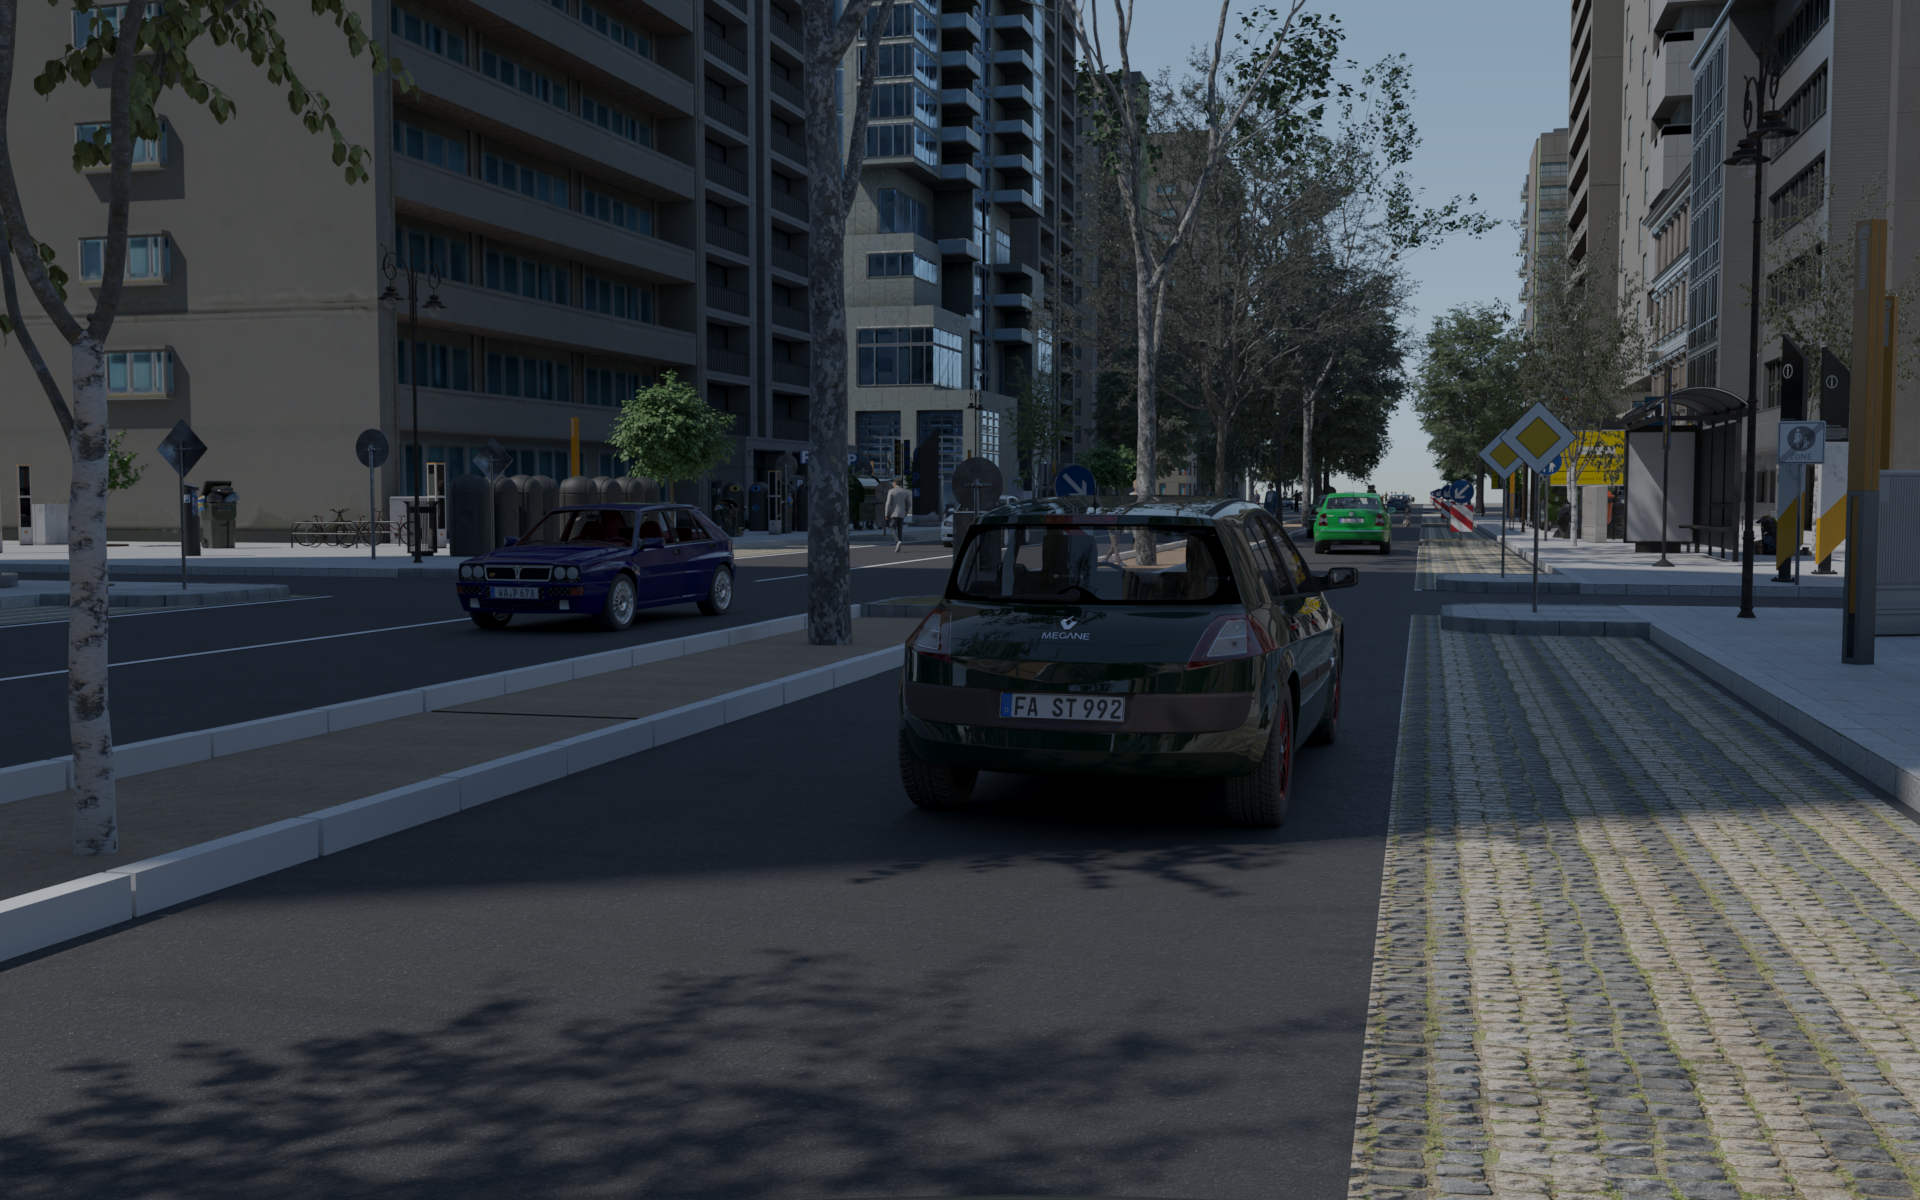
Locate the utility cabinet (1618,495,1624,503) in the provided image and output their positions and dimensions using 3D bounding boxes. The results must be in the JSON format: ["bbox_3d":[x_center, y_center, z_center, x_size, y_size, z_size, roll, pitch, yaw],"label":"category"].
[{"bbox_3d":[34.671,-4.895,91.198,1.020,1.237,0.306,2,4,30],"label":"utility cabinet"}]

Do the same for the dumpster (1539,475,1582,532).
[{"bbox_3d":[20.659,-3.496,59.646,1.502,2.255,1.985,1,4,15],"label":"dumpster"}]

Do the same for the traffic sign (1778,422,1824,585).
[{"bbox_3d":[11.796,-1.359,24.345,0.606,2.300,0.079,1,4,20],"label":"traffic sign"}]

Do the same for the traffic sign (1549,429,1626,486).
[{"bbox_3d":[19.865,-3.732,54.897,2.265,3.308,0.079,1,4,22],"label":"traffic sign"}]

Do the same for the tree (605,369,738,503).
[{"bbox_3d":[-7.572,-3.749,45.016,4.285,4.588,4.351,0,3,0],"label":"tree"}]

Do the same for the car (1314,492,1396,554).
[{"bbox_3d":[9.712,-2.070,42.638,1.959,1.807,4.718,1,4,15],"label":"car"}]

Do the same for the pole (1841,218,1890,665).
[{"bbox_3d":[6.783,-1.171,12.984,0.158,3.312,0.155,0,3,0],"label":"pole"}]

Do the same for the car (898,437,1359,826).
[{"bbox_3d":[1.010,0.047,9.021,2.009,1.686,4.222,1,4,17],"label":"car"}]

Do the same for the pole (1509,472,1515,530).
[{"bbox_3d":[19.670,-4.148,61.668,0.158,3.312,0.155,0,3,0],"label":"pole"}]

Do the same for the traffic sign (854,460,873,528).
[{"bbox_3d":[-3.665,-4.006,65.605,0.768,2.556,0.104,1,4,19],"label":"traffic sign"}]

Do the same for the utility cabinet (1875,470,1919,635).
[{"bbox_3d":[8.675,-0.430,15.714,1.173,1.500,0.318,-1,4,-11],"label":"utility cabinet"}]

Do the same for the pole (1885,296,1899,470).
[{"bbox_3d":[9.583,-1.475,17.965,0.158,3.312,0.155,0,3,0],"label":"pole"}]

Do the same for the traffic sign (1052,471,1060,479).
[{"bbox_3d":[5.509,-5.916,96.829,0.768,2.556,0.104,1,4,17],"label":"traffic sign"}]

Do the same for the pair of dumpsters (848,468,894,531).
[{"bbox_3d":[-3.481,-3.649,62.151,1.574,2.255,4.437,1,4,15],"label":"pair of dumpsters"}]

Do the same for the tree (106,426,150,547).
[{"bbox_3d":[-20.982,-2.917,42.292,1.663,3.219,1.824,0,3,0],"label":"tree"}]

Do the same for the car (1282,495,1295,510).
[{"bbox_3d":[30.167,-9.060,160.711,1.945,1.354,3.894,1,4,14],"label":"car"}]

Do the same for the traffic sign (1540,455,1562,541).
[{"bbox_3d":[16.010,-2.885,47.272,0.768,2.556,0.104,1,4,16],"label":"traffic sign"}]

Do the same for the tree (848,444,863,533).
[{"bbox_3d":[-3.977,-3.788,56.534,1.663,3.219,1.824,0,3,0],"label":"tree"}]

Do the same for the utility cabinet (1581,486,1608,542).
[{"bbox_3d":[16.804,-2.276,45.898,0.318,1.500,1.173,0,4,3],"label":"utility cabinet"}]

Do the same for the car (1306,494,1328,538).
[{"bbox_3d":[12.629,-2.810,57.734,2.131,1.459,4.920,1,4,17],"label":"car"}]

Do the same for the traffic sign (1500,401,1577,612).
[{"bbox_3d":[6.235,-0.923,18.734,0.795,2.450,0.064,1,4,15],"label":"traffic sign"}]

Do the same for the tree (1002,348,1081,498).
[{"bbox_3d":[3.965,-8.402,87.738,4.737,8.622,4.395,0,3,0],"label":"tree"}]

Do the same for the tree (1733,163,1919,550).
[{"bbox_3d":[19.863,-5.448,39.439,4.360,8.622,3.978,0,3,0],"label":"tree"}]

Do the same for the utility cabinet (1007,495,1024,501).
[{"bbox_3d":[2.462,-4.119,78.513,0.306,1.237,1.020,-3,4,-38],"label":"utility cabinet"}]

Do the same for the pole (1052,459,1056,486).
[{"bbox_3d":[5.395,-6.466,99.555,0.158,3.312,0.155,0,3,0],"label":"pole"}]

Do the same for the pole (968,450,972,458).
[{"bbox_3d":[0.438,-5.237,79.475,0.158,3.312,0.155,0,3,0],"label":"pole"}]

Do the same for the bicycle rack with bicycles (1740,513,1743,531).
[{"bbox_3d":[26.114,-2.898,60.759,2.852,0.926,2.925,-1,4,-20],"label":"bicycle rack with bicycles"}]

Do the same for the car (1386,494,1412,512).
[{"bbox_3d":[34.540,-7.603,136.316,2.014,1.417,4.499,1,4,17],"label":"car"}]

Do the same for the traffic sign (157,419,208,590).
[{"bbox_3d":[-10.417,-1.197,23.207,0.795,2.450,0.064,1,4,15],"label":"traffic sign"}]

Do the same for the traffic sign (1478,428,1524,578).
[{"bbox_3d":[8.305,-1.395,26.447,0.795,2.450,0.064,1,4,15],"label":"traffic sign"}]

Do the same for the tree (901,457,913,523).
[{"bbox_3d":[-1.769,-4.995,76.265,1.663,3.219,1.824,0,3,0],"label":"tree"}]

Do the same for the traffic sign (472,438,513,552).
[{"bbox_3d":[-8.346,-1.668,30.920,0.795,2.450,0.064,1,4,15],"label":"traffic sign"}]

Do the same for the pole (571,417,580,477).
[{"bbox_3d":[-10.225,-3.194,46.066,0.158,3.312,0.155,0,3,0],"label":"pole"}]

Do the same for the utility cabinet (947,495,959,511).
[{"bbox_3d":[-0.164,-5.101,94.564,1.020,1.237,0.306,1,4,13],"label":"utility cabinet"}]

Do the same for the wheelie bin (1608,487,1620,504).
[{"bbox_3d":[31.124,-4.586,82.884,0.693,1.594,0.980,-1,4,-17],"label":"wheelie bin"}]

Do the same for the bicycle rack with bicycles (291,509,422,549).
[{"bbox_3d":[-14.917,-1.746,41.928,2.925,0.926,2.852,1,4,16],"label":"bicycle rack with bicycles"}]

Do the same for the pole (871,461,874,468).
[{"bbox_3d":[-5.424,-6.927,107.093,0.158,3.312,0.155,0,3,0],"label":"pole"}]

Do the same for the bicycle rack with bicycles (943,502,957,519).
[{"bbox_3d":[-1.173,-4.198,82.016,2.852,0.926,2.925,2,4,23],"label":"bicycle rack with bicycles"}]

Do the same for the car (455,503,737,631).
[{"bbox_3d":[-3.981,-0.421,19.468,1.945,1.354,3.894,1,4,17],"label":"car"}]

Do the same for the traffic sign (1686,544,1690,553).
[{"bbox_3d":[15.970,-2.311,37.898,0.768,2.556,0.104,1,4,21],"label":"traffic sign"}]

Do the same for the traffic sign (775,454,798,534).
[{"bbox_3d":[-5.591,-3.398,55.658,0.768,2.556,0.104,1,4,17],"label":"traffic sign"}]

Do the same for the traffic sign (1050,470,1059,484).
[{"bbox_3d":[5.298,-5.771,94.352,0.884,2.594,0.081,1,4,18],"label":"traffic sign"}]

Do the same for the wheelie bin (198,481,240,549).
[{"bbox_3d":[-17.467,-2.018,40.904,0.693,1.594,0.980,3,5,41],"label":"wheelie bin"}]

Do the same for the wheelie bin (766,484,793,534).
[{"bbox_3d":[-5.828,-2.956,56.242,0.980,1.594,0.693,1,4,17],"label":"wheelie bin"}]

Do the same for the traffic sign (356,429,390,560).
[{"bbox_3d":[-11.463,-2.059,33.777,0.768,2.556,0.104,1,4,17],"label":"traffic sign"}]

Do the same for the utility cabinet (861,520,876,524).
[{"bbox_3d":[-4.294,-4.308,79.110,0.318,1.500,1.173,-2,4,-35],"label":"utility cabinet"}]

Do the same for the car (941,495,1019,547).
[{"bbox_3d":[0.774,-2.199,47.954,2.014,1.417,4.499,1,4,14],"label":"car"}]

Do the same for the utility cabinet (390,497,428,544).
[{"bbox_3d":[-14.122,-2.045,44.594,1.020,1.237,0.306,-1,4,-10],"label":"utility cabinet"}]

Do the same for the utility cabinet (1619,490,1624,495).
[{"bbox_3d":[36.771,-5.384,96.702,1.173,1.500,0.318,-2,4,-35],"label":"utility cabinet"}]

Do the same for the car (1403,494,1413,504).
[{"bbox_3d":[41.098,-9.221,160.983,2.015,1.641,3.980,1,4,14],"label":"car"}]

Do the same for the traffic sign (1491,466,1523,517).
[{"bbox_3d":[30.297,-6.182,94.942,2.265,3.308,0.079,1,4,18],"label":"traffic sign"}]
